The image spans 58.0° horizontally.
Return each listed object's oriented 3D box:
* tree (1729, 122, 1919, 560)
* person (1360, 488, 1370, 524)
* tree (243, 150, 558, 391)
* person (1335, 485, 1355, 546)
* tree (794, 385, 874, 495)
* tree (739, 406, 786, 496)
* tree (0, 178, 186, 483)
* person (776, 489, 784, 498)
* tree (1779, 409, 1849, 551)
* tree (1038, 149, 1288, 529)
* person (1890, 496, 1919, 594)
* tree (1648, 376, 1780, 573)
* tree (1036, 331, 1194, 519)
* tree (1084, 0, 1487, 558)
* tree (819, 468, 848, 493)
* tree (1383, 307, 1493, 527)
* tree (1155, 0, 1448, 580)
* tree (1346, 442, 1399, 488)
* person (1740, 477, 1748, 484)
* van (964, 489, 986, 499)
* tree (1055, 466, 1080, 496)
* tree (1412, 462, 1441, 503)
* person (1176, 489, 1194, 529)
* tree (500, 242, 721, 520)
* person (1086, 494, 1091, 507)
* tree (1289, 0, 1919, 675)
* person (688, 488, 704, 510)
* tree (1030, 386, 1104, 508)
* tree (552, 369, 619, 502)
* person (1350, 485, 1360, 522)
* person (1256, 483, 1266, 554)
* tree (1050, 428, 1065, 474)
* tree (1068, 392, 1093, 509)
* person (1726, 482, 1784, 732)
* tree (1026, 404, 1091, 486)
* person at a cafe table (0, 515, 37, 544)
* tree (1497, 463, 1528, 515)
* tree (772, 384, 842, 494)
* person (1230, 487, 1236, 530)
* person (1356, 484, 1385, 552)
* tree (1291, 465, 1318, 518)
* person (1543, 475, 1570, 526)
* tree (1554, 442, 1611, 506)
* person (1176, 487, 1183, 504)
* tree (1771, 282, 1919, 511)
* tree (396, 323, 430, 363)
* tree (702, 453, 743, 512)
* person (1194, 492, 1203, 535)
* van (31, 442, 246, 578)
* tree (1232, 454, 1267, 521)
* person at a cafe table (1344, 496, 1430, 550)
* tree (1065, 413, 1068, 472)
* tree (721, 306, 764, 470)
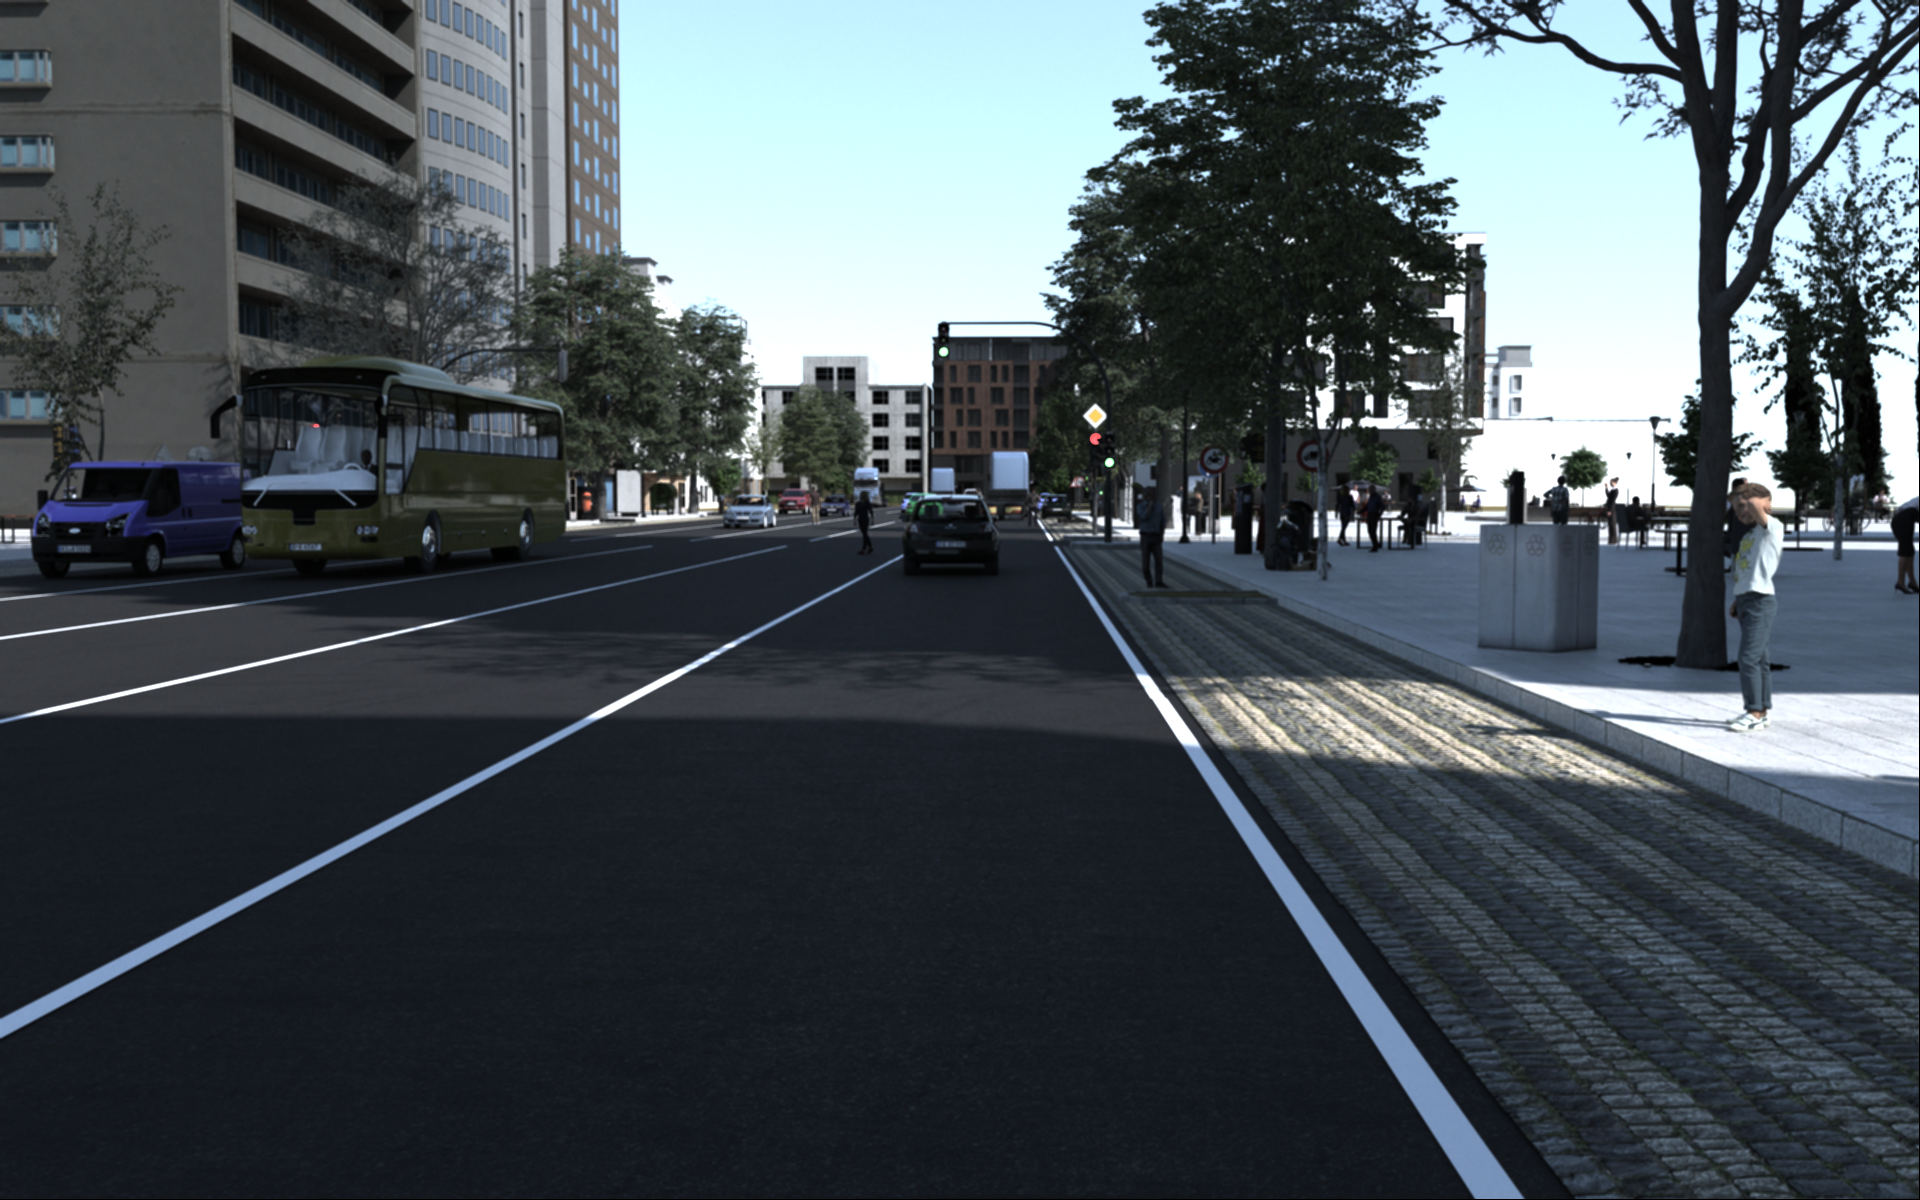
[{"bbox_3d":[16.896,-5.088,33.545,4.737,8.622,4.395,0,3,0],"label":"tree"},{"bbox_3d":[17.576,-4.073,75.099,0.387,1.526,0.523,-2,4,-34],"label":"person"},{"bbox_3d":[-19.612,-9.258,61.742,12.009,13.543,11.850,0,3,0],"label":"tree"},{"bbox_3d":[9.522,-2.098,42.881,0.480,1.512,0.613,1,4,18],"label":"person"},{"bbox_3d":[-14.894,-18.055,201.848,9.857,13.997,8.962,0,3,0],"label":"tree"},{"bbox_3d":[-16.111,-11.714,141.880,4.737,8.622,4.395,0,3,0],"label":"tree"},{"bbox_3d":[-20.067,-5.464,39.692,4.360,8.622,3.978,0,3,0],"label":"tree"},{"bbox_3d":[-18.658,-10.723,181.503,1.348,1.807,0.705,1,4,16],"label":"person"},{"bbox_3d":[19.099,-2.752,39.594,1.663,3.219,1.824,0,3,0],"label":"tree"},{"bbox_3d":[7.592,-9.581,63.307,9.857,13.997,8.962,0,3,0],"label":"tree"},{"bbox_3d":[12.408,-0.802,22.351,0.799,1.438,0.628,-3,5,-44],"label":"person"},{"bbox_3d":[12.162,-2.085,28.694,1.663,3.219,1.824,0,3,0],"label":"tree"},{"bbox_3d":[8.069,-9.460,89.083,8.767,10.594,7.601,0,4,6],"label":"tree"},{"bbox_3d":[6.367,-7.099,34.204,7.486,12.596,7.792,0,3,0],"label":"tree"},{"bbox_3d":[-14.108,-12.765,192.429,4.285,4.588,4.351,0,3,0],"label":"tree"},{"bbox_3d":[18.662,-7.132,66.972,4.360,8.622,3.978,0,3,0],"label":"tree"},{"bbox_3d":[5.243,-4.594,25.480,4.737,8.622,4.395,0,3,0],"label":"tree"},{"bbox_3d":[25.967,-7.664,109.017,4.285,4.588,4.351,0,3,0],"label":"tree"},{"bbox_3d":[19.775,-2.252,43.806,0.436,1.711,0.756,3,4,39],"label":"person"},{"bbox_3d":[1.104,-8.352,143.568,2.013,2.044,4.112,0,4,3],"label":"van"},{"bbox_3d":[11.940,-12.640,190.376,4.285,4.588,4.351,0,3,0],"label":"tree"},{"bbox_3d":[28.705,-6.806,105.872,1.663,3.219,1.824,0,3,0],"label":"tree"},{"bbox_3d":[8.423,-3.526,64.409,0.376,1.734,0.841,-2,4,-32],"label":"person"},{"bbox_3d":[-18.111,-11.002,86.536,9.857,13.997,8.962,0,3,0],"label":"tree"},{"bbox_3d":[12.703,-9.775,166.585,1.217,1.735,0.721,-1,4,-20],"label":"person"},{"bbox_3d":[5.603,-6.237,12.340,12.009,13.543,11.850,0,3,0],"label":"tree"},{"bbox_3d":[-21.600,-8.311,142.062,1.348,1.807,0.705,-2,4,-26],"label":"person"},{"bbox_3d":[10.563,-14.603,164.516,9.928,11.665,9.643,0,3,0],"label":"tree"},{"bbox_3d":[-22.402,-9.433,104.594,4.737,8.622,4.395,0,3,0],"label":"tree"},{"bbox_3d":[17.881,-4.376,78.532,0.756,1.711,0.436,-1,4,-22],"label":"person"},{"bbox_3d":[6.522,-1.742,36.996,0.387,1.526,0.523,0,4,-4],"label":"person"},{"bbox_3d":[9.722,-11.820,143.618,4.737,8.622,4.395,0,3,0],"label":"tree"},{"bbox_3d":[7.172,-7.545,73.727,4.737,8.622,4.395,0,3,0],"label":"tree"},{"bbox_3d":[4.334,0.027,9.506,0.340,1.345,0.435,0,4,3],"label":"person"},{"bbox_3d":[11.578,-17.281,199.559,9.611,12.733,9.660,0,3,0],"label":"tree"},{"bbox_3d":[-25.241,-2.101,45.214,1.698,1.238,1.726,3,4,37],"label":"person at a cafe table"},{"bbox_3d":[34.621,-6.932,107.946,1.663,3.219,1.824,0,3,0],"label":"tree"},{"bbox_3d":[-15.944,-15.963,179.121,7.486,12.596,7.792,0,3,0],"label":"tree"},{"bbox_3d":[9.979,-3.317,62.548,0.482,1.546,0.388,-1,4,-17],"label":"person"},{"bbox_3d":[9.094,-1.816,38.426,0.600,1.496,0.574,0,4,4],"label":"person"},{"bbox_3d":[18.614,-5.952,91.917,1.663,3.219,1.824,0,3,0],"label":"tree"},{"bbox_3d":[14.632,-2.171,42.268,0.376,1.734,0.841,-1,4,-21],"label":"person"},{"bbox_3d":[39.020,-7.645,108.704,4.285,4.588,4.351,0,3,0],"label":"tree"},{"bbox_3d":[15.382,-7.025,121.034,0.598,1.807,0.434,-1,4,-12],"label":"person"},{"bbox_3d":[60.140,-12.978,114.017,13.155,14.587,18.604,-1,4,-16],"label":"tree"},{"bbox_3d":[-23.818,-7.532,73.512,4.360,8.622,3.978,0,3,0],"label":"tree"},{"bbox_3d":[-17.279,-8.704,126.017,4.285,4.588,4.351,0,3,0],"label":"tree"},{"bbox_3d":[7.407,-2.688,53.901,0.340,1.345,0.435,-1,4,-17],"label":"person"},{"bbox_3d":[-14.697,-1.650,31.364,2.240,2.365,5.245,0,4,1],"label":"van"},{"bbox_3d":[13.984,-5.494,84.427,1.663,3.219,1.824,0,3,0],"label":"tree"},{"bbox_3d":[10.274,-1.825,40.707,1.726,1.238,1.698,-2,4,-30],"label":"person at a cafe table"},{"bbox_3d":[7.850,-8.034,81.711,4.737,8.622,4.395,0,3,0],"label":"tree"},{"bbox_3d":[-17.518,-12.617,112.949,9.857,13.997,8.962,0,3,0],"label":"tree"}]
